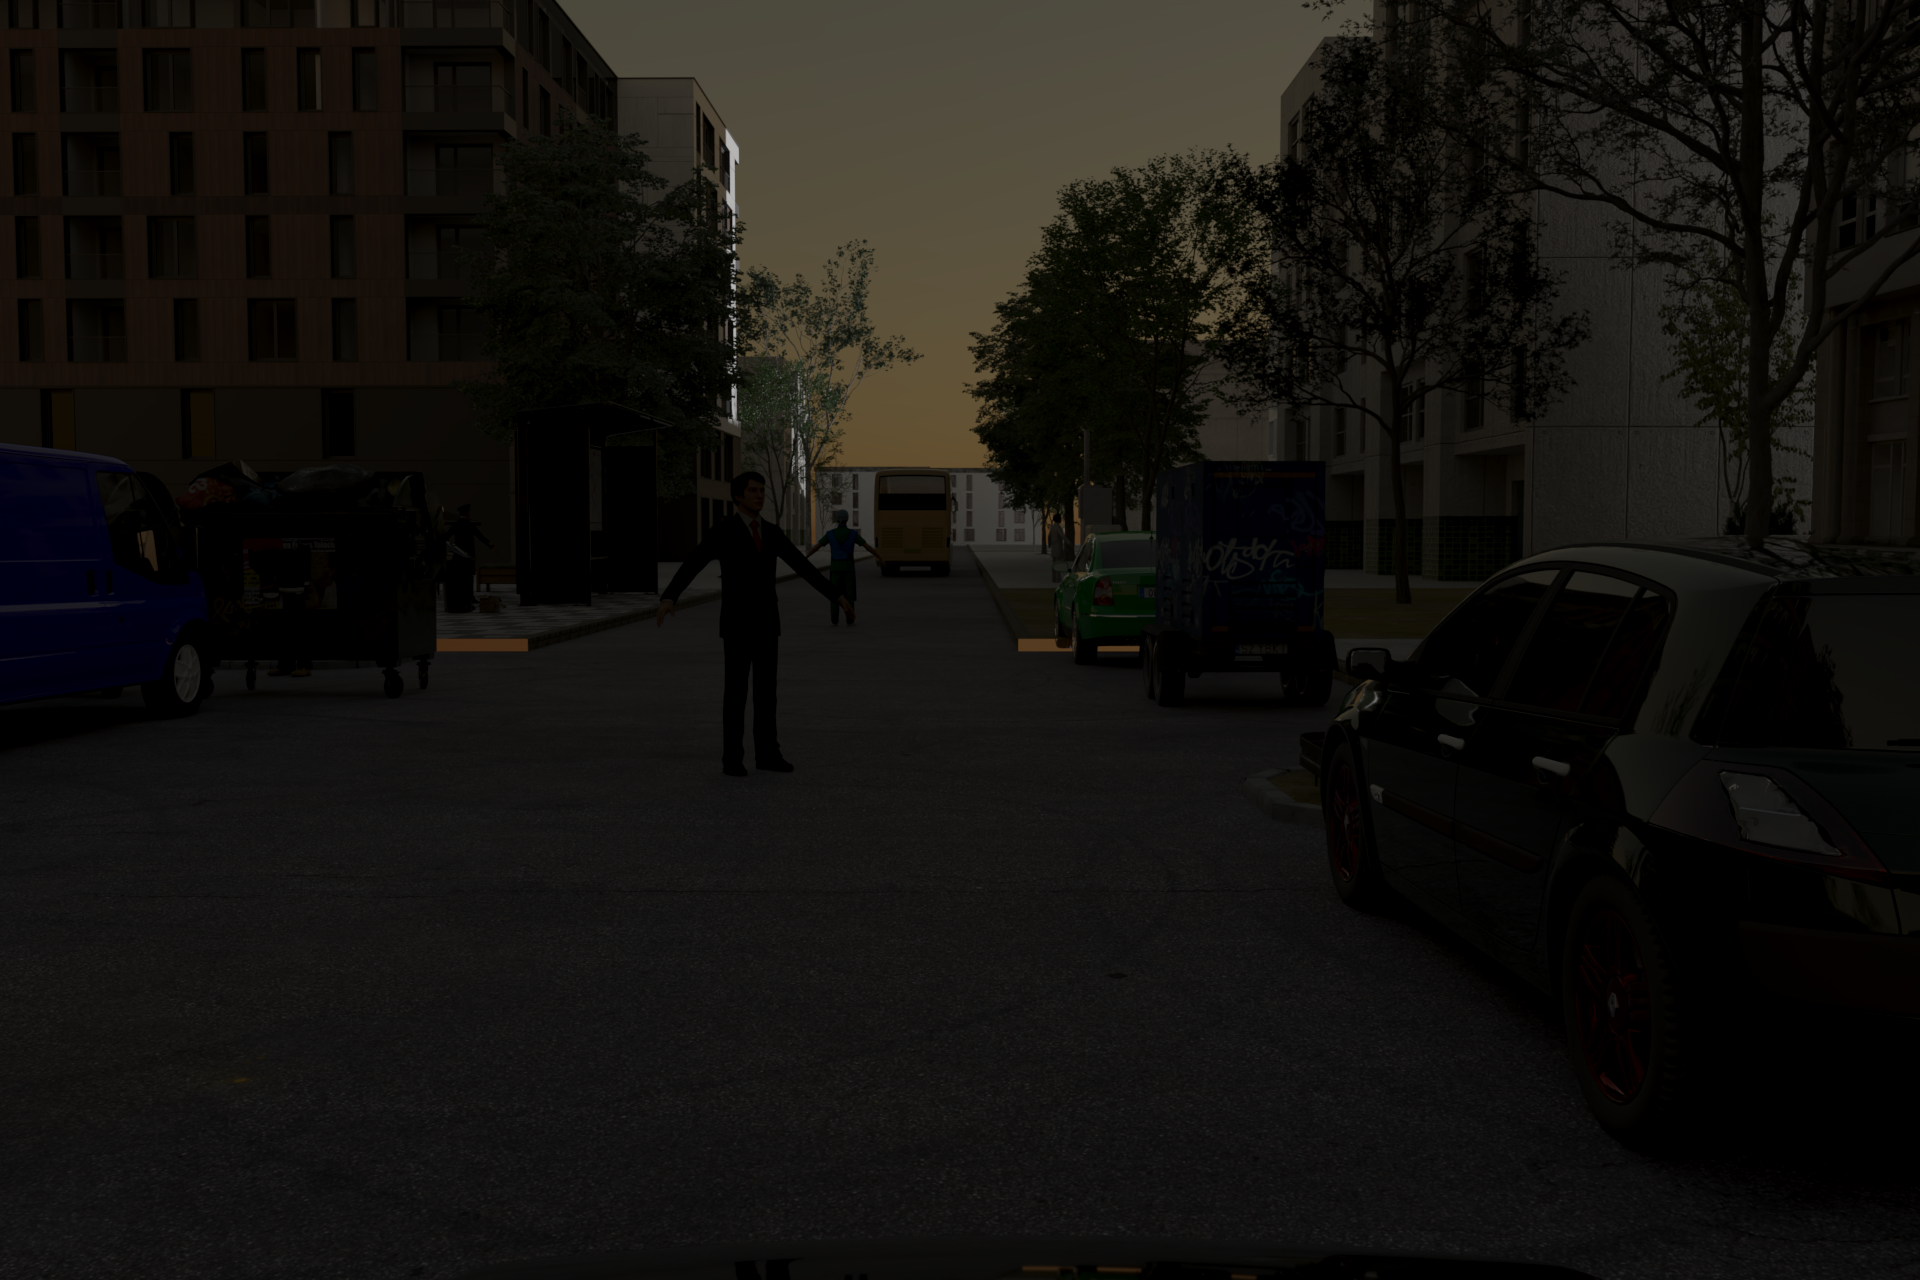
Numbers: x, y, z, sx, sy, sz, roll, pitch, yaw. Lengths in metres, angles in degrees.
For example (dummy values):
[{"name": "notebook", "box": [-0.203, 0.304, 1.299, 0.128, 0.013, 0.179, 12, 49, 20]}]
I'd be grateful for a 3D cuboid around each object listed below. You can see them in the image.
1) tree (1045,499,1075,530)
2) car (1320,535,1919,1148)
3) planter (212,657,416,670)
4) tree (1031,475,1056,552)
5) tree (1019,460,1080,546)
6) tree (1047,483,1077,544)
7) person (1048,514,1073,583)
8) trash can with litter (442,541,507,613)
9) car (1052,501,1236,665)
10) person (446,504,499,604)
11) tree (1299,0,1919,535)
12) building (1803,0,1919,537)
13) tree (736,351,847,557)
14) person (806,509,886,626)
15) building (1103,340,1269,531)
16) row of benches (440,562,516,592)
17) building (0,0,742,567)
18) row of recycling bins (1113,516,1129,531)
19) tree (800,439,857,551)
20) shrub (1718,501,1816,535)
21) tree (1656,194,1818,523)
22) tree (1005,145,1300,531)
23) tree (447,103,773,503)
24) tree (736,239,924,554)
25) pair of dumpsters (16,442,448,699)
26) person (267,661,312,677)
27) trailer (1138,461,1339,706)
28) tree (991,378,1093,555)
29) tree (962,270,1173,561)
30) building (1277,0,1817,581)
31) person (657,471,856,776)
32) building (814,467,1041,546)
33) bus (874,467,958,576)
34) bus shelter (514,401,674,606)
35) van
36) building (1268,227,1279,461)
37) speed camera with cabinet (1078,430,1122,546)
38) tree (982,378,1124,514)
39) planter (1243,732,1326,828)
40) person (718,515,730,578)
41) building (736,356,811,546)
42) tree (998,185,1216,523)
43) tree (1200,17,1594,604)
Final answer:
[{"name": "tree", "box": [13.295, -16.407, 218.613, 4.360, 8.622, 3.978, 0, 3, 0]}, {"name": "car", "box": [2.343, 0.265, 5.456, 2.009, 1.686, 4.222, 0, 4, -1]}, {"name": "planter", "box": [-7.159, 0.114, 19.270, 1.991, 0.319, 1.994, 0, 4, 1]}, {"name": "tree", "box": [5.452, -10.537, 122.639, 4.737, 8.622, 4.395, 0, 3, 0]}, {"name": "tree", "box": [5.385, -9.179, 100.439, 4.737, 8.622, 4.395, 0, 3, 0]}, {"name": "tree", "box": [12.558, -16.105, 213.678, 4.737, 8.622, 4.395, 0, 3, 0]}, {"name": "person", "box": [2.599, -2.422, 45.787, 0.705, 1.806, 1.347, -2, 4, -23]}, {"name": "trash can with litter", "box": [-7.969, -1.038, 28.352, 1.055, 1.170, 0.624, 0, 4, 0]}, {"name": "car", "box": [2.106, -0.710, 20.408, 1.959, 1.807, 4.718, 0, 4, -1]}, {"name": "person", "box": [-9.105, -1.590, 31.931, 1.347, 1.837, 0.705, 2, 4, 24]}, {"name": "tree", "box": [8.453, -6.569, 17.773, 12.009, 13.543, 11.850, 0, 3, 0]}, {"name": "building", "box": [25.513, -12.561, 12.977, 19.016, 26.051, 41.698, 0, 4, 0]}, {"name": "tree", "box": [-10.177, -10.494, 97.331, 9.928, 11.665, 9.643, 0, 3, 0]}, {"name": "person", "box": [-1.830, -1.130, 27.057, 1.347, 1.817, 0.704, 0, 4, 3]}, {"name": "building", "box": [22.318, -18.333, 166.203, 16.747, 18.905, 31.486, 0, 4, 0]}, {"name": "row of benches", "box": [-10.204, -1.408, 38.487, 4.104, 0.672, 1.422, 0, 4, 7]}, {"name": "building", "box": [-25.836, -14.187, 75.928, 27.936, 21.610, 32.646, 0, 4, 1]}, {"name": "row of recycling bins", "box": [3.262, -2.000, 39.816, 1.069, 1.692, 3.534, 0, 4, 1]}, {"name": "tree", "box": [-10.266, -10.862, 127.957, 4.360, 8.622, 3.978, 0, 3, 0]}, {"name": "shrub", "box": [13.929, -1.570, 30.092, 1.690, 2.028, 1.600, 0, 3, 0]}, {"name": "tree", "box": [16.588, -5.279, 36.680, 4.737, 8.622, 4.395, 0, 3, 0]}, {"name": "tree", "box": [5.171, -7.374, 46.324, 9.928, 11.665, 9.643, 0, 3, 0]}, {"name": "tree", "box": [-10.449, -8.872, 51.705, 9.857, 13.997, 8.962, 0, 3, 0]}, {"name": "tree", "box": [-8.259, -15.546, 110.060, 12.611, 20.169, 13.585, 0, 3, 0]}, {"name": "pair of dumpsters", "box": [-6.980, -0.643, 15.465, 4.436, 2.255, 1.574, 0, 4, 0]}, {"name": "person", "box": [-6.758, -0.553, 17.464, 1.349, 1.833, 0.705, 2, 4, 26]}, {"name": "trailer", "box": [2.323, -0.515, 15.463, 1.471, 1.999, 3.904, 0, 4, -1]}, {"name": "tree", "box": [5.430, -11.209, 109.024, 9.928, 11.665, 9.643, 0, 3, 0]}, {"name": "tree", "box": [5.034, -10.665, 81.023, 9.857, 13.997, 8.962, 0, 3, 0]}, {"name": "building", "box": [21.302, -11.512, 54.673, 16.747, 18.905, 31.486, 0, 3, 0]}, {"name": "person", "box": [-1.244, -0.108, 10.405, 1.347, 1.806, 0.705, -3, 4, -37]}, {"name": "building", "box": [-3.804, -16.597, 215.966, 28.070, 9.664, 9.099, 0, 4, 0]}, {"name": "bus", "box": [-1.543, -4.353, 62.714, 2.896, 3.916, 12.252, 0, 4, 0]}, {"name": "bus shelter", "box": [-7.003, -2.599, 33.784, 1.731, 3.624, 6.357, 0, 4, 1]}, {"name": "van", "box": [-6.958, -0.452, 11.780, 2.240, 2.365, 5.245, 0, 4, 0]}, {"name": "building", "box": [23.344, -14.957, 100.969, 16.016, 20.090, 11.380, 0, 4, 1]}, {"name": "speed camera with cabinet", "box": [2.613, -2.316, 32.204, 0.660, 3.252, 2.038, 0, 4, -2]}, {"name": "tree", "box": [4.971, -9.579, 91.028, 8.767, 10.594, 7.601, 1, 4, 16]}, {"name": "planter", "box": [2.557, 0.732, 9.175, 1.991, 0.319, 1.994, 0, 4, -1]}, {"name": "person", "box": [-6.882, -2.720, 50.608, 0.704, 1.843, 1.345, -2, 4, -35]}, {"name": "building", "box": [-25.932, -19.681, 188.247, 16.747, 18.905, 31.486, 0, 3, 0]}, {"name": "tree", "box": [4.945, -8.487, 56.897, 7.486, 12.596, 7.792, 0, 3, 0]}, {"name": "tree", "box": [7.881, -5.956, 31.801, 7.601, 10.594, 8.767, 1, 4, 18]}]
